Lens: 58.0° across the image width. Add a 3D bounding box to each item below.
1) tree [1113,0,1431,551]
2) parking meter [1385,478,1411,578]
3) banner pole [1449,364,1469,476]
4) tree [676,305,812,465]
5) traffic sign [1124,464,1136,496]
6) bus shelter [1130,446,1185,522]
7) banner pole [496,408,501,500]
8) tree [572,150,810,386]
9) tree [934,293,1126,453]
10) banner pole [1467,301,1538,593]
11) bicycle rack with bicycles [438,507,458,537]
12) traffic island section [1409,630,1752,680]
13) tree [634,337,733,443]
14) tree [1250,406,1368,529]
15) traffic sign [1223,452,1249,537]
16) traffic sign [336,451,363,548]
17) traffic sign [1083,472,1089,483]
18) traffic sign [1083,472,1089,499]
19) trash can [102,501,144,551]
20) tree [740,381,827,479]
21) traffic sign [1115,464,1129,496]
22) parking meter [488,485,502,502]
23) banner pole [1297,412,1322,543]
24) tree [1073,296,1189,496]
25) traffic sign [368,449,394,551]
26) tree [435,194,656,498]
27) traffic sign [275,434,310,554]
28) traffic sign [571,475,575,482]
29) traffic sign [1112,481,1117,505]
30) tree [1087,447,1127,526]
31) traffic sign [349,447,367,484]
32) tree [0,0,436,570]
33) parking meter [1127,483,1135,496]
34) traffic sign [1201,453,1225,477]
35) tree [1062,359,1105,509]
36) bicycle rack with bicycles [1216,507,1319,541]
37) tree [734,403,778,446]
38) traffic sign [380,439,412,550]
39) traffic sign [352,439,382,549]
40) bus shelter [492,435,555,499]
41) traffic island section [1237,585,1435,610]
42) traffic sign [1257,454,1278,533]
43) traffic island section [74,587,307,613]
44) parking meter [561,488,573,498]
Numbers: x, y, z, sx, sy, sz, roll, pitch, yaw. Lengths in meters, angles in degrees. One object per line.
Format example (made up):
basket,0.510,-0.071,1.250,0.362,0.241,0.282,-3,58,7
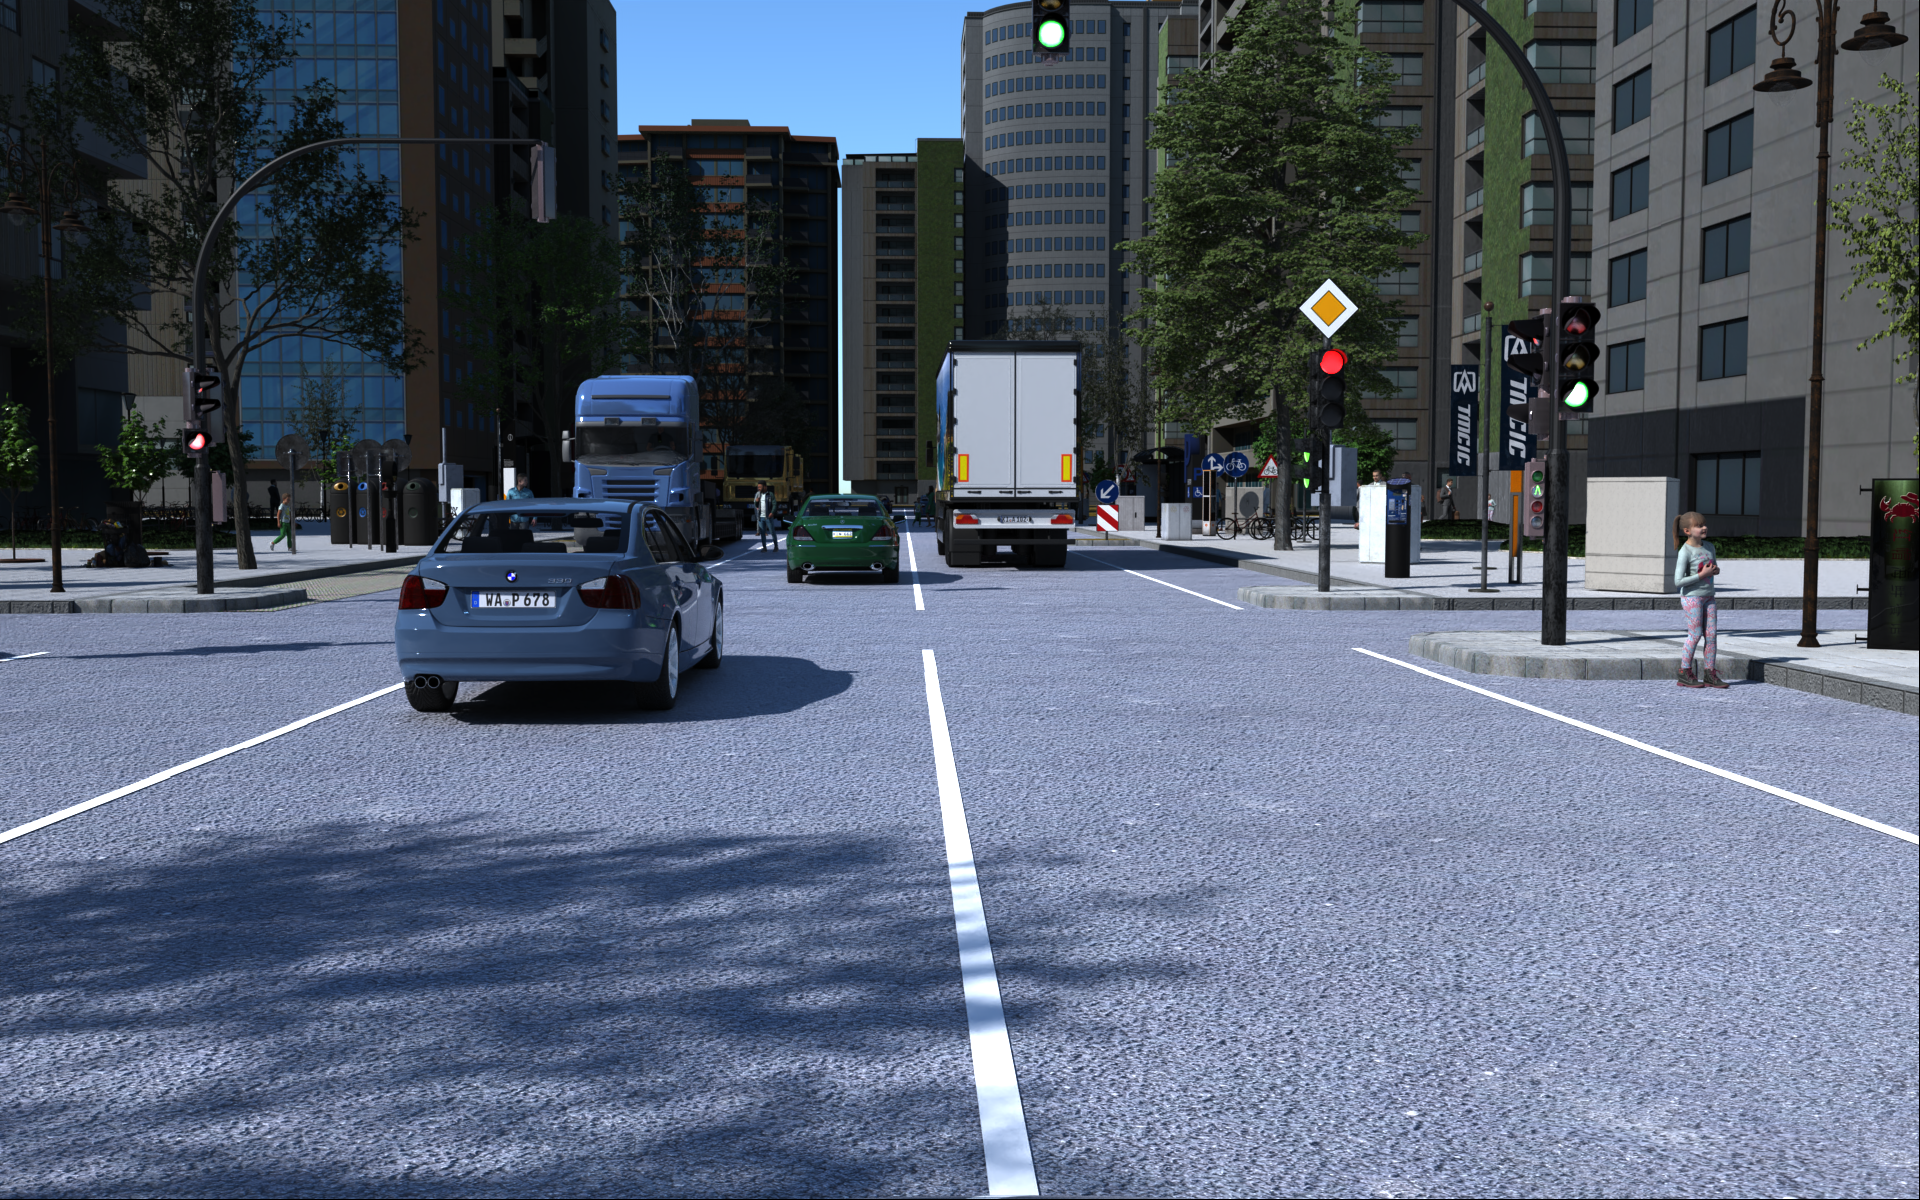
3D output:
tree,7.016,-7.388,38.913,7.486,12.596,7.792,0,3,0
parking meter,6.709,-1.108,26.525,0.372,1.533,0.369,0,3,0
banner pole,8.725,-2.412,29.458,0.863,3.779,0.401,0,4,3
tree,-14.926,-12.375,112.700,12.009,13.543,11.850,0,3,0
traffic sign,7.234,-4.608,75.345,0.884,2.594,0.081,0,4,3
bus shelter,8.752,-5.001,75.689,2.014,3.302,5.546,0,4,-2
banner pole,-13.361,-3.687,50.292,0.401,3.779,0.863,-1,4,-17
tree,-14.510,-14.579,94.250,12.611,20.169,13.585,0,3,0
tree,5.059,-11.901,104.951,12.009,13.543,11.850,0,3,0
banner pole,7.098,-1.990,22.557,0.863,3.779,0.401,1,4,16
bicycle rack with bicycles,-14.377,-2.111,47.894,2.925,0.926,2.852,-1,4,-16
traffic island section,5.075,0.458,14.790,2.009,0.180,2.903,0,4,-2
tree,-13.807,-8.063,82.196,4.360,8.622,3.978,0,3,0
tree,12.429,-4.943,64.529,4.285,4.588,4.351,0,3,0
traffic sign,8.319,-3.189,52.253,0.768,2.556,0.104,0,4,4
traffic sign,-14.455,-2.380,41.041,0.606,2.300,0.079,0,4,-1
traffic sign,5.629,-4.979,81.416,0.884,2.594,0.081,0,4,-2
traffic sign,6.911,-5.940,97.220,0.768,2.556,0.104,0,4,5
trash can,-16.658,-1.398,34.517,0.748,1.137,0.748,0,3,0
tree,-17.889,-15.470,169.946,9.611,12.733,9.660,0,3,0
traffic sign,6.888,-4.545,74.421,0.768,2.556,0.104,0,4,-2
parking meter,-13.777,-2.626,51.346,0.372,1.533,0.369,0,3,0
banner pole,9.315,-3.419,45.916,0.863,3.779,0.401,-2,4,-33
tree,6.176,-7.013,65.021,4.360,8.622,3.978,0,3,0
traffic sign,-13.035,-2.255,39.002,0.606,2.300,0.079,0,4,6
tree,-14.213,-8.236,60.420,9.928,11.665,9.643,0,3,0
traffic sign,-14.175,-2.243,36.781,0.768,2.556,0.104,0,4,6
traffic sign,-17.364,-4.842,79.172,0.884,2.594,0.081,0,4,7
traffic sign,8.493,-5.897,96.517,0.768,2.556,0.104,0,4,2
tree,5.678,-4.622,70.163,1.663,3.219,1.824,0,3,0
traffic sign,-15.962,-2.808,46.019,0.768,2.556,0.104,0,4,7
tree,-12.495,-5.807,29.351,7.601,10.594,8.767,1,4,12
parking meter,8.928,-5.173,90.282,0.399,1.863,0.255,0,4,7
traffic sign,7.897,-3.296,53.990,0.768,2.556,0.104,0,3,0
tree,5.281,-8.413,87.911,4.737,8.622,4.395,0,3,0
bicycle rack with bicycles,8.982,-2.166,48.801,2.925,0.926,2.852,2,4,29
tree,-16.291,-11.158,132.787,4.360,8.622,3.978,0,3,0
traffic sign,-12.999,-2.433,39.880,0.768,2.556,0.104,0,4,2
traffic sign,-13.669,-2.443,40.042,0.768,2.556,0.104,0,4,-1
bus shelter,-17.776,-4.916,71.658,1.731,3.624,6.357,0,4,-2
traffic island section,4.808,-0.030,22.771,2.009,0.180,2.903,0,4,-2
traffic sign,10.104,-3.446,56.339,0.884,2.594,0.081,0,4,4
traffic island section,-9.726,-0.001,22.291,2.009,0.180,2.903,0,4,-2
parking meter,-17.260,-4.117,75.729,0.372,1.533,0.369,0,3,0
